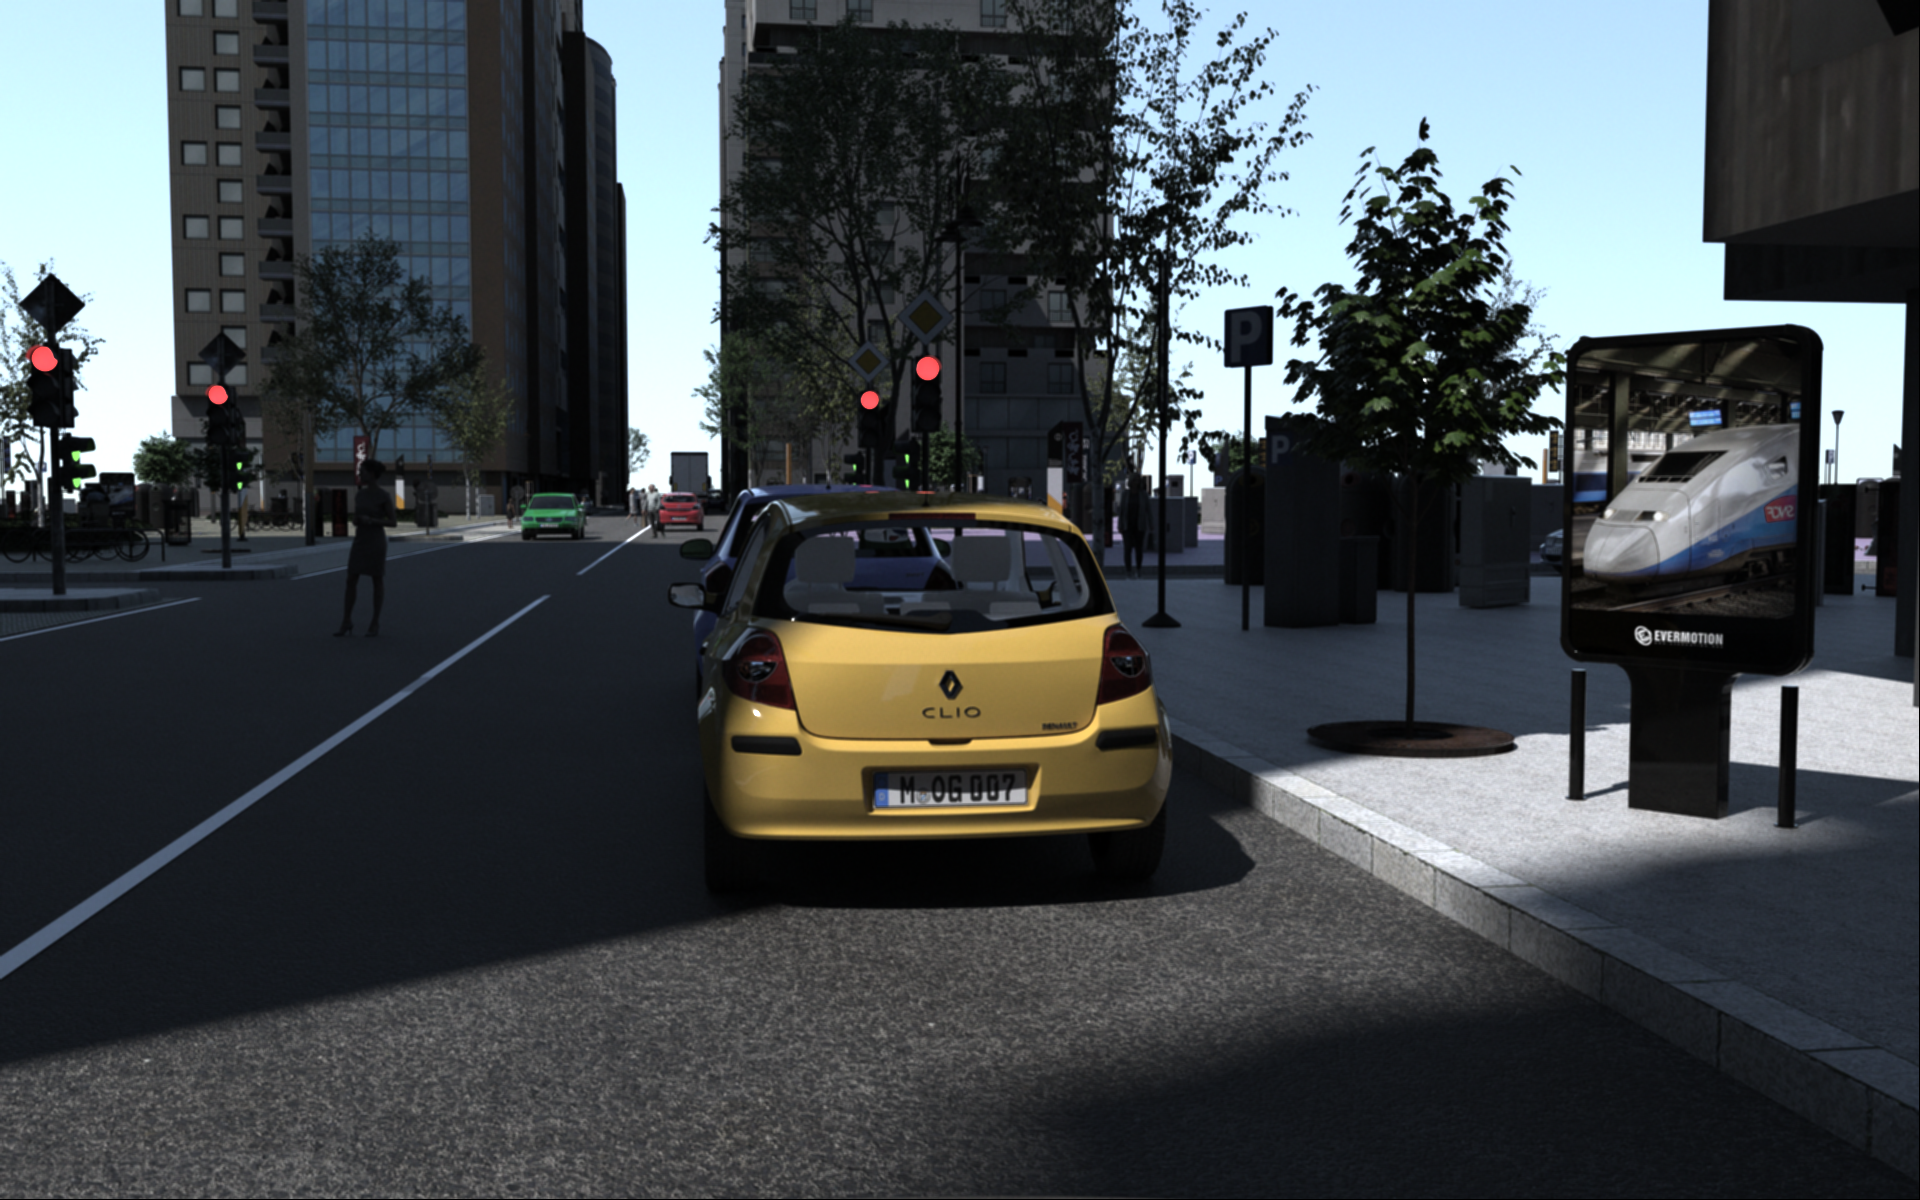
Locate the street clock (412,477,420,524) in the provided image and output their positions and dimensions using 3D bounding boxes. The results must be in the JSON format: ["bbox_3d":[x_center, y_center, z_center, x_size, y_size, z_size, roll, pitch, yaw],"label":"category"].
[{"bbox_3d":[-23.304,-4.266,74.312,0.358,2.002,0.471,-1,4,-9],"label":"street clock"}]

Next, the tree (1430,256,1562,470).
[{"bbox_3d":[15.986,-6.268,52.848,4.360,8.622,3.978,0,3,0],"label":"tree"}]

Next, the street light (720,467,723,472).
[{"bbox_3d":[-31.335,-15.739,230.112,0.468,5.910,1.993,-1,4,-9],"label":"street light"}]

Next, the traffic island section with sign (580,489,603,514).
[{"bbox_3d":[-27.525,-7.256,127.260,1.989,1.847,2.006,-1,4,-9],"label":"traffic island section with sign"}]

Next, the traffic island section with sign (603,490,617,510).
[{"bbox_3d":[-31.684,-8.936,154.726,1.989,1.847,2.006,-1,4,-9],"label":"traffic island section with sign"}]

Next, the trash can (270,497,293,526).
[{"bbox_3d":[-27.070,-3.503,68.923,0.748,1.137,0.748,0,3,0],"label":"trash can"}]

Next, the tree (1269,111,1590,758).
[{"bbox_3d":[2.447,-0.871,8.843,1.663,3.219,1.824,0,3,0],"label":"tree"}]

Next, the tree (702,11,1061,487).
[{"bbox_3d":[-1.613,-6.779,36.598,9.928,11.665,9.643,0,3,0],"label":"tree"}]

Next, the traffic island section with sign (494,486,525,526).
[{"bbox_3d":[-20.256,-4.329,79.408,1.989,1.847,2.006,-1,4,-9],"label":"traffic island section with sign"}]

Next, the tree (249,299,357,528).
[{"bbox_3d":[-24.991,-7.066,65.890,4.360,8.622,3.978,0,3,0],"label":"tree"}]

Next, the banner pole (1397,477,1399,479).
[{"bbox_3d":[19.524,-5.271,76.201,0.863,3.779,0.401,-2,4,-33],"label":"banner pole"}]

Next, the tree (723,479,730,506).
[{"bbox_3d":[-25.134,-11.879,188.816,1.663,3.219,1.824,0,3,0],"label":"tree"}]

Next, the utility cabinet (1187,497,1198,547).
[{"bbox_3d":[5.248,-1.888,42.036,1.020,1.237,0.306,-1,4,-17],"label":"utility cabinet"}]

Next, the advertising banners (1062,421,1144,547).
[{"bbox_3d":[3.473,-2.785,41.725,2.074,3.025,0.090,1,4,10],"label":"advertising banners"}]

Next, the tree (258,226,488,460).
[{"bbox_3d":[-20.124,-7.665,59.742,8.767,10.594,7.601,0,4,5],"label":"tree"}]

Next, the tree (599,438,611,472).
[{"bbox_3d":[-38.200,-13.886,177.398,4.360,8.622,3.978,0,3,0],"label":"tree"}]

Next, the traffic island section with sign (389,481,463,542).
[{"bbox_3d":[-16.211,-2.695,52.695,1.989,1.847,2.006,-1,4,-9],"label":"traffic island section with sign"}]

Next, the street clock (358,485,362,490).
[{"bbox_3d":[-35.515,-5.991,102.520,0.358,2.002,0.471,-1,4,-20],"label":"street clock"}]

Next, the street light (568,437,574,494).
[{"bbox_3d":[-31.470,-10.230,140.052,0.468,5.910,1.993,-1,4,-9],"label":"street light"}]

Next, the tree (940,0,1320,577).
[{"bbox_3d":[1.668,-4.242,19.722,4.360,8.622,3.978,0,3,0],"label":"tree"}]

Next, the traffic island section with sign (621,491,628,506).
[{"bbox_3d":[-40.039,-12.302,209.766,1.989,1.847,2.006,-1,4,-9],"label":"traffic island section with sign"}]

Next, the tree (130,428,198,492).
[{"bbox_3d":[-39.691,-6.289,86.534,4.285,4.588,4.351,0,3,0],"label":"tree"}]

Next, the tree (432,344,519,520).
[{"bbox_3d":[-23.770,-8.198,84.394,4.737,8.622,4.395,0,3,0],"label":"tree"}]

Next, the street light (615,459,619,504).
[{"bbox_3d":[-43.875,-15.199,221.288,0.468,5.910,1.993,-1,4,-9],"label":"street light"}]

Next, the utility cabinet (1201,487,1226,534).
[{"bbox_3d":[8.207,-2.856,55.380,0.318,1.500,1.173,-2,4,-34],"label":"utility cabinet"}]

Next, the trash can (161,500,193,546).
[{"bbox_3d":[-19.488,-1.925,43.134,0.748,1.137,0.748,0,3,0],"label":"trash can"}]

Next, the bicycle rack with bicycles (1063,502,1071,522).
[{"bbox_3d":[4.788,-3.934,77.704,2.925,0.926,2.852,0,4,-7],"label":"bicycle rack with bicycles"}]

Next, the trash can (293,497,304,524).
[{"bbox_3d":[-28.316,-3.841,74.448,0.748,1.137,0.748,0,3,0],"label":"trash can"}]

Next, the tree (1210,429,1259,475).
[{"bbox_3d":[14.079,-6.317,87.004,4.285,4.588,4.351,0,3,0],"label":"tree"}]

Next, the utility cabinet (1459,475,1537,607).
[{"bbox_3d":[6.129,-0.678,19.768,0.318,1.500,1.173,3,5,43],"label":"utility cabinet"}]

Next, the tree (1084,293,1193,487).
[{"bbox_3d":[6.357,-6.828,62.008,4.737,8.622,4.395,0,3,0],"label":"tree"}]

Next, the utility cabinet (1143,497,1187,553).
[{"bbox_3d":[4.392,-1.640,37.970,1.020,1.237,0.306,1,4,16],"label":"utility cabinet"}]

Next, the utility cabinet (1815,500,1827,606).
[{"bbox_3d":[9.474,-0.550,20.148,1.020,1.237,0.306,3,4,36],"label":"utility cabinet"}]

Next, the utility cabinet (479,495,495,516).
[{"bbox_3d":[-27.661,-5.500,101.083,0.306,1.237,1.020,3,5,39],"label":"utility cabinet"}]

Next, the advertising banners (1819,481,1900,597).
[{"bbox_3d":[11.657,-1.550,21.531,0.090,3.025,2.074,-3,4,-38],"label":"advertising banners"}]

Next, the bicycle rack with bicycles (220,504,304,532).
[{"bbox_3d":[-24.257,-2.878,60.442,2.925,0.926,2.852,-2,4,-29],"label":"bicycle rack with bicycles"}]

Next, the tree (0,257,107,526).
[{"bbox_3d":[-28.512,-6.278,53.007,4.737,8.622,4.395,0,3,0],"label":"tree"}]

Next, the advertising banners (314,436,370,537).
[{"bbox_3d":[-18.721,-3.422,52.143,2.074,3.025,0.090,0,4,6],"label":"advertising banners"}]

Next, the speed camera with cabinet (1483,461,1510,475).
[{"bbox_3d":[13.930,-3.122,45.377,0.660,3.252,2.038,2,4,28],"label":"speed camera with cabinet"}]

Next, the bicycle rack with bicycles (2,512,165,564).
[{"bbox_3d":[-16.661,-1.203,33.053,2.925,0.926,2.852,-3,5,-43],"label":"bicycle rack with bicycles"}]

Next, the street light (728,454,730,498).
[{"bbox_3d":[-26.214,-13.691,196.642,0.468,5.910,1.993,-1,4,-9],"label":"street light"}]

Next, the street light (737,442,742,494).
[{"bbox_3d":[-18.829,-10.711,147.910,0.468,5.910,1.993,-1,4,-9],"label":"street light"}]

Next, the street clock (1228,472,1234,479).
[{"bbox_3d":[9.029,-3.243,57.594,0.358,2.002,0.471,0,4,2],"label":"street clock"}]

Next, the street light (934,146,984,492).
[{"bbox_3d":[-0.022,-3.100,23.475,0.468,5.910,1.993,-1,4,-9],"label":"street light"}]

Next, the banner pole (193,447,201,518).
[{"bbox_3d":[-40.901,-6.293,92.914,0.401,3.779,0.863,0,4,-1],"label":"banner pole"}]

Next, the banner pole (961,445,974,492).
[{"bbox_3d":[0.261,-5.403,78.354,0.863,3.779,0.401,-1,4,-11],"label":"banner pole"}]

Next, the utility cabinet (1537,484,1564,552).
[{"bbox_3d":[12.798,-1.779,37.772,1.173,1.500,0.318,2,4,23],"label":"utility cabinet"}]

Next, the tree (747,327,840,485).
[{"bbox_3d":[-6.934,-7.663,75.656,4.360,8.622,3.978,0,3,0],"label":"tree"}]

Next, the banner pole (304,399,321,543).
[{"bbox_3d":[-17.148,-3.406,45.700,0.401,3.779,0.863,-2,4,-25],"label":"banner pole"}]

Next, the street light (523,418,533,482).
[{"bbox_3d":[-26.434,-8.150,106.045,0.468,5.910,1.993,-1,4,-9],"label":"street light"}]

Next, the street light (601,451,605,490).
[{"bbox_3d":[-38.743,-13.152,187.819,0.468,5.910,1.993,-1,4,-9],"label":"street light"}]

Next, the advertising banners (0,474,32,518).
[{"bbox_3d":[-41.774,-4.896,76.234,0.090,3.025,2.074,1,4,19],"label":"advertising banners"}]

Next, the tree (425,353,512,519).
[{"bbox_3d":[-25.353,-8.547,90.106,4.360,8.622,3.978,0,3,0],"label":"tree"}]

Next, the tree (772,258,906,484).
[{"bbox_3d":[-3.910,-6.374,54.585,4.737,8.622,4.395,0,3,0],"label":"tree"}]

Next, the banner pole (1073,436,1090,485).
[{"bbox_3d":[4.511,-4.592,65.090,0.863,3.779,0.401,-1,4,-13],"label":"banner pole"}]

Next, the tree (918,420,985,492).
[{"bbox_3d":[-0.589,-5.593,75.157,4.285,4.588,4.351,0,3,0],"label":"tree"}]

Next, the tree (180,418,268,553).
[{"bbox_3d":[-16.197,-2.666,38.189,1.663,3.219,1.824,0,3,0],"label":"tree"}]
